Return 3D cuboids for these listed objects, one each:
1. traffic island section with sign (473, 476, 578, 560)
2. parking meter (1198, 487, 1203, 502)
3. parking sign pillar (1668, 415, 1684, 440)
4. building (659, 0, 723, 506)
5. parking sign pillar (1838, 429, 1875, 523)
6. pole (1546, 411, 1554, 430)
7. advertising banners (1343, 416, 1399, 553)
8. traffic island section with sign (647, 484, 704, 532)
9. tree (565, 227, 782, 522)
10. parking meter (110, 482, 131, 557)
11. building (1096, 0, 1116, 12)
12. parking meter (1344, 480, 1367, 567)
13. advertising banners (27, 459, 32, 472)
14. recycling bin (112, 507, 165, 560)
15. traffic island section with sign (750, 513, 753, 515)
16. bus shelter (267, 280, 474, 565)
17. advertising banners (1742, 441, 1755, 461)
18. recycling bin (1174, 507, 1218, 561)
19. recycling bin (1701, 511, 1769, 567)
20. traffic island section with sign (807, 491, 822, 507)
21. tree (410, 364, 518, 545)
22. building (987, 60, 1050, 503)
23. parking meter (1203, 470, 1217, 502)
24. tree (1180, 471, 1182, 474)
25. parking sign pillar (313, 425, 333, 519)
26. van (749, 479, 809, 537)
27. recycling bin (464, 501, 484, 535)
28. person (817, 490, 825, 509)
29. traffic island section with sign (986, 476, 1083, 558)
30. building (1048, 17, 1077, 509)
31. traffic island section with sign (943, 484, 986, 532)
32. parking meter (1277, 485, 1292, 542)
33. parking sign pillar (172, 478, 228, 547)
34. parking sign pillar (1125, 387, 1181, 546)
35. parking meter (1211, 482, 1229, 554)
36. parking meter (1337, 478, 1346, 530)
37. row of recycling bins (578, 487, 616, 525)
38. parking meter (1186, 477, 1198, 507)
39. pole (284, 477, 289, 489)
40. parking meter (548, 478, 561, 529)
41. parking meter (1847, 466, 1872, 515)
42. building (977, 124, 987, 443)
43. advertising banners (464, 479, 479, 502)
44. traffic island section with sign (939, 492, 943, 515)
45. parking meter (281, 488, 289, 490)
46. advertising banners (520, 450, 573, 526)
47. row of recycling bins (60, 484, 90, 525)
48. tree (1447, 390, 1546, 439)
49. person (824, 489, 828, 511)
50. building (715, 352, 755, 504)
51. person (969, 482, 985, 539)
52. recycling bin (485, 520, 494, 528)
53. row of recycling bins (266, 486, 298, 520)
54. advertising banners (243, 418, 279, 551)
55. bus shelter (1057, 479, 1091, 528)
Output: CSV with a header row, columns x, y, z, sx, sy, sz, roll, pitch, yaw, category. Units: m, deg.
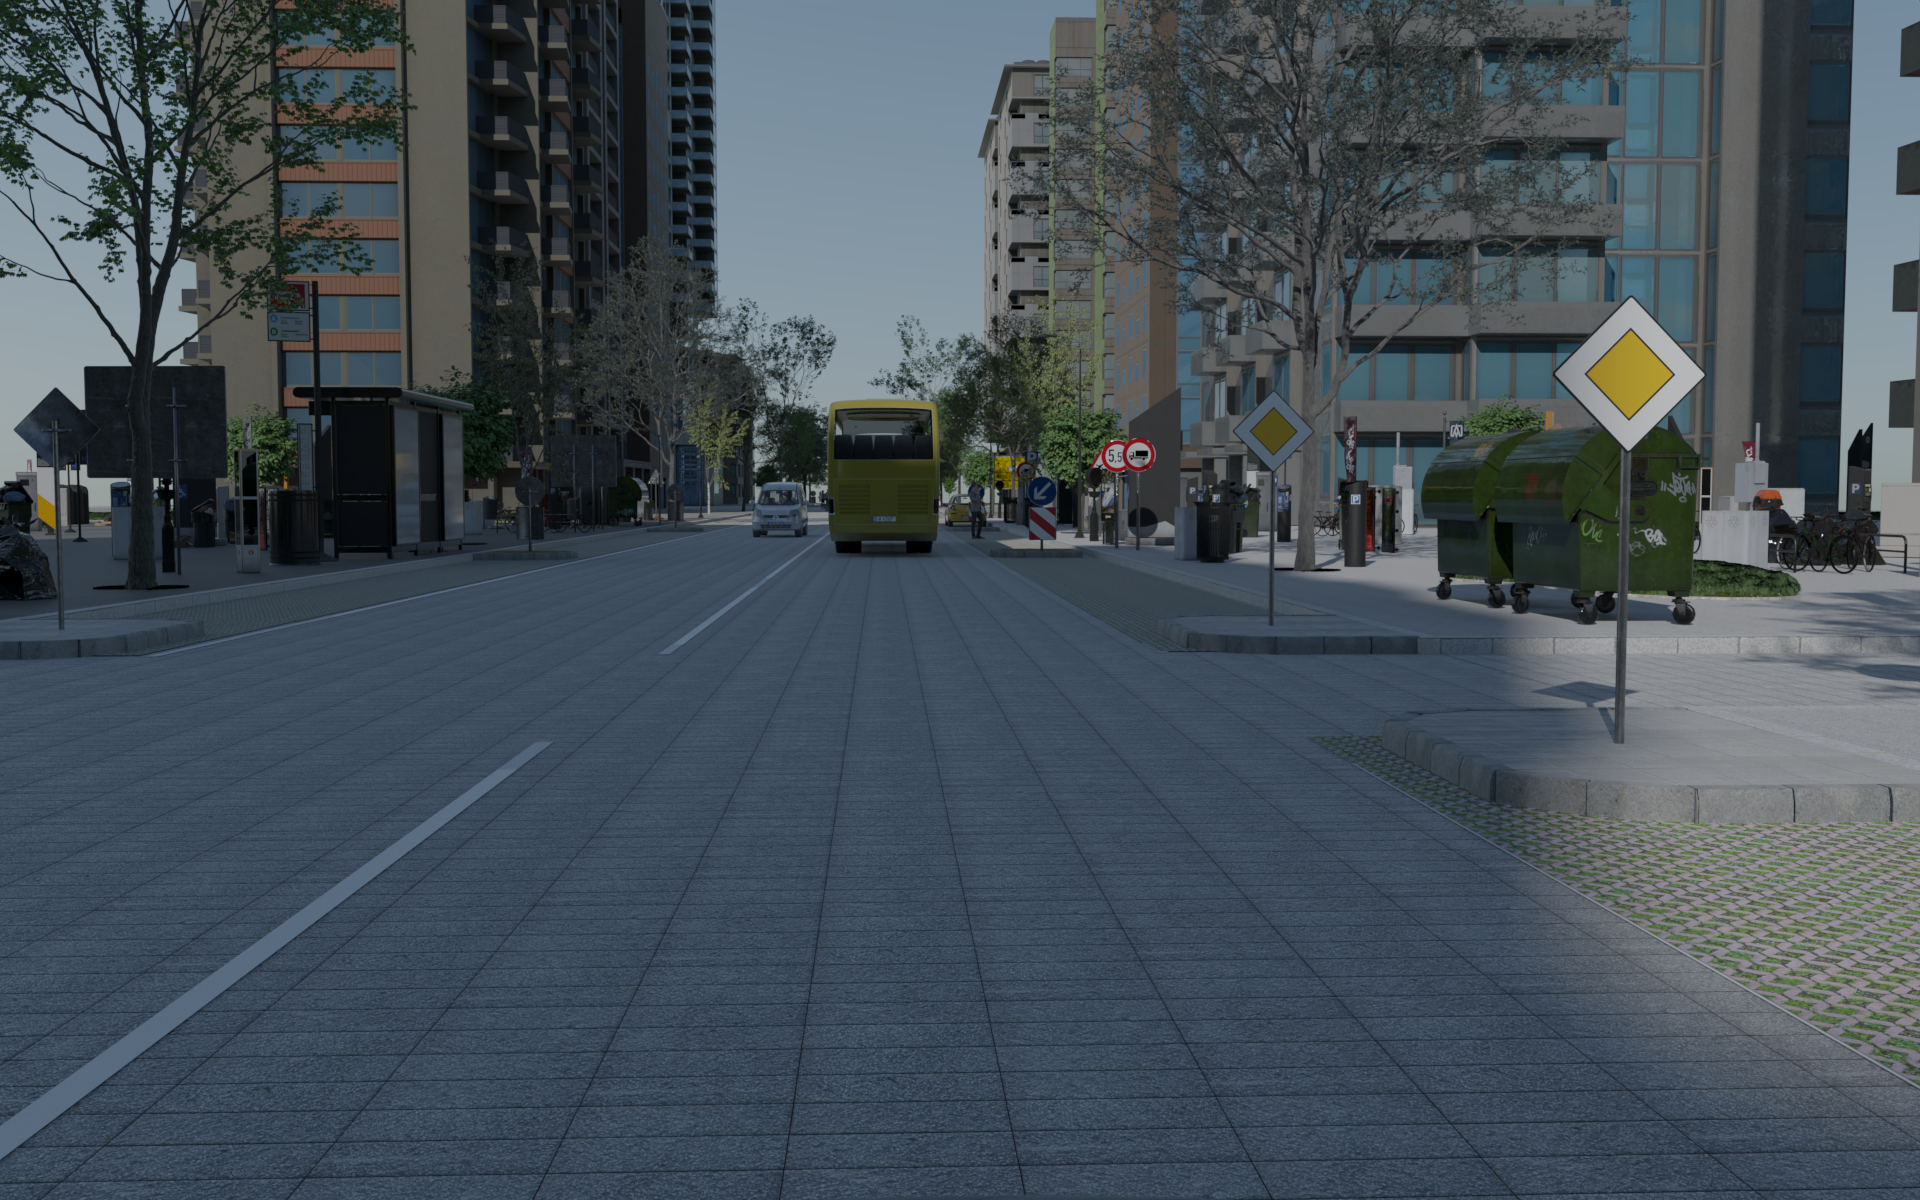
x,y,z,sx,sy,sz,roll,pitch,yaw,category
-9.505,-1.803,38.099,1.989,1.847,2.006,0,4,-3,traffic island section with sign
8.530,-3.275,61.955,0.372,1.533,0.369,0,3,0,parking meter
24.141,-4.302,58.814,1.447,3.967,1.447,0,4,5,parking sign pillar
-37.873,-53.994,195.471,22.319,86.520,31.000,0,4,-3,building
37.526,-5.134,72.420,1.447,3.967,1.447,1,4,9,parking sign pillar
14.524,-2.989,42.721,0.158,3.312,0.155,0,3,0,pole
9.094,-2.585,38.454,0.090,3.025,2.074,-1,4,-22,advertising banners
-10.761,-3.488,65.652,1.989,1.847,2.006,0,4,-3,traffic island section with sign
-13.585,-10.419,80.717,12.009,13.543,11.850,0,3,0,tree
-17.076,-1.642,35.261,0.372,1.533,0.369,0,3,0,parking meter
15.720,-26.362,114.612,14.154,41.232,14.086,0,4,-3,building
6.962,-1.350,30.489,0.372,1.533,0.369,0,3,0,parking meter
-47.491,-5.604,87.818,2.074,3.025,0.090,3,4,39,advertising banners
-16.137,-1.314,34.045,0.722,1.027,0.722,0,4,3,recycling bin
-13.045,-6.589,116.352,1.989,1.847,2.006,0,4,-3,traffic island section with sign
-12.024,-3.527,35.303,2.179,5.291,8.768,0,4,-3,bus shelter
26.898,-3.760,57.666,2.074,3.025,0.090,-1,4,-12,advertising banners
4.600,-1.291,33.663,0.722,1.027,0.722,0,4,-8,recycling bin
11.697,-0.832,26.157,0.722,1.027,0.722,-3,5,-39,recycling bin
-16.748,-11.615,198.540,1.989,1.847,2.006,0,4,-3,traffic island section with sign
-12.750,-3.689,44.022,4.285,4.588,4.351,0,3,0,tree
18.820,-37.945,209.642,28.713,52.752,27.495,0,4,-3,building
6.093,-2.233,42.226,0.255,1.863,0.399,-1,4,-13,parking meter
9.076,-5.018,76.645,1.663,3.219,1.824,0,3,0,tree
-24.706,-4.786,66.718,1.447,3.967,1.447,1,4,9,parking sign pillar
-6.090,-3.168,58.800,2.013,2.044,4.112,0,4,-1,van
-15.532,-2.569,54.559,0.722,1.027,0.722,1,4,9,recycling bin
-13.243,-9.739,167.742,1.348,1.823,0.705,2,4,23,person
1.703,-1.892,39.559,1.989,1.847,2.006,0,4,-3,traffic island section with sign
14.692,-28.710,153.005,14.154,41.232,14.086,0,4,-3,building
0.483,-3.552,66.699,1.989,1.847,2.006,0,4,-3,traffic island section with sign
8.658,-2.314,46.248,0.372,1.533,0.369,0,3,0,parking meter
-18.984,-3.330,42.923,1.447,3.967,1.447,0,4,6,parking sign pillar
4.902,-3.381,43.758,1.447,3.967,1.447,0,4,1,parking sign pillar
5.457,-1.709,36.353,0.372,1.533,0.369,0,3,0,parking meter
13.650,-3.421,61.638,0.399,1.863,0.255,2,4,31,parking meter
-15.115,-3.992,72.375,1.069,1.692,3.534,0,4,2,row of recycling bins
7.725,-3.182,57.730,0.399,1.863,0.255,0,4,5,parking meter
-32.080,-5.422,82.486,0.158,3.312,0.155,0,3,0,pole
-14.815,-3.524,63.327,0.399,1.863,0.255,1,4,10,parking meter
18.840,-1.870,36.287,0.255,1.863,0.399,-2,4,-30,parking meter
17.444,-39.680,238.006,28.713,52.752,27.495,0,4,-3,building
-17.562,-3.982,61.288,0.090,3.025,2.074,1,4,19,advertising banners
-1.763,-6.601,116.551,1.989,1.847,2.006,0,4,-3,traffic island section with sign
-27.617,-3.825,70.955,0.372,1.533,0.369,0,3,0,parking meter
-16.611,-4.484,69.507,2.074,3.025,0.090,-1,4,-22,advertising banners
-37.868,-4.052,73.356,1.069,1.692,3.534,0,4,-5,row of recycling bins
17.239,-4.367,55.114,4.285,4.588,4.351,0,3,0,tree
-10.933,-8.308,144.200,0.599,1.838,0.709,-3,5,-43,person
-41.911,-23.387,227.422,27.650,21.520,28.899,0,4,-3,building
0.537,-2.834,55.017,0.473,1.802,0.592,3,5,39,person
-18.312,-3.280,66.182,0.722,1.027,0.722,3,4,38,recycling bin
-33.757,-4.846,86.337,1.069,1.692,3.534,0,4,4,row of recycling bins
-15.861,-2.639,39.338,0.090,3.025,2.074,-3,5,-43,advertising banners
4.640,-4.724,68.520,1.731,3.624,6.357,0,4,-3,bus shelter
